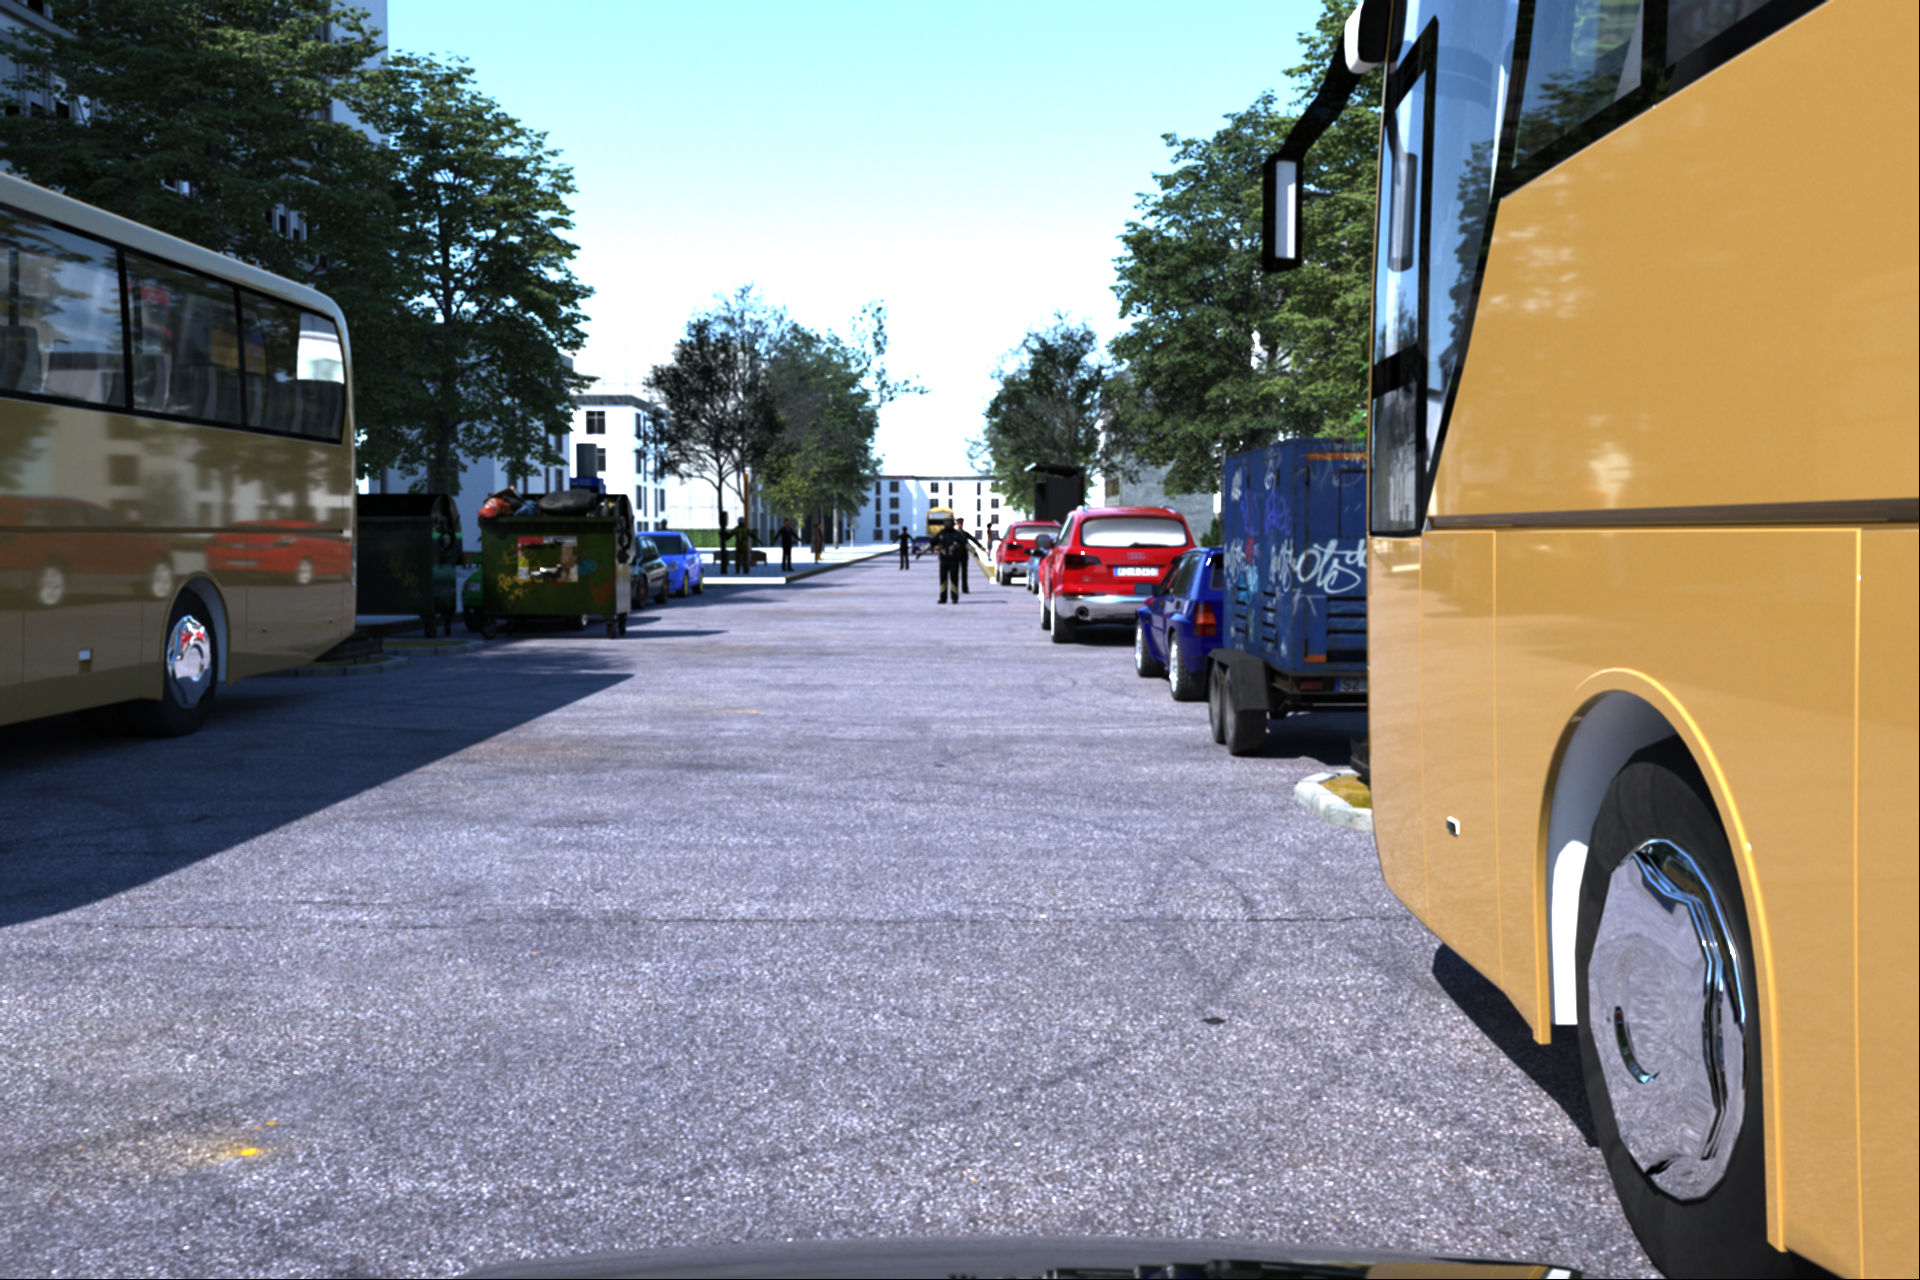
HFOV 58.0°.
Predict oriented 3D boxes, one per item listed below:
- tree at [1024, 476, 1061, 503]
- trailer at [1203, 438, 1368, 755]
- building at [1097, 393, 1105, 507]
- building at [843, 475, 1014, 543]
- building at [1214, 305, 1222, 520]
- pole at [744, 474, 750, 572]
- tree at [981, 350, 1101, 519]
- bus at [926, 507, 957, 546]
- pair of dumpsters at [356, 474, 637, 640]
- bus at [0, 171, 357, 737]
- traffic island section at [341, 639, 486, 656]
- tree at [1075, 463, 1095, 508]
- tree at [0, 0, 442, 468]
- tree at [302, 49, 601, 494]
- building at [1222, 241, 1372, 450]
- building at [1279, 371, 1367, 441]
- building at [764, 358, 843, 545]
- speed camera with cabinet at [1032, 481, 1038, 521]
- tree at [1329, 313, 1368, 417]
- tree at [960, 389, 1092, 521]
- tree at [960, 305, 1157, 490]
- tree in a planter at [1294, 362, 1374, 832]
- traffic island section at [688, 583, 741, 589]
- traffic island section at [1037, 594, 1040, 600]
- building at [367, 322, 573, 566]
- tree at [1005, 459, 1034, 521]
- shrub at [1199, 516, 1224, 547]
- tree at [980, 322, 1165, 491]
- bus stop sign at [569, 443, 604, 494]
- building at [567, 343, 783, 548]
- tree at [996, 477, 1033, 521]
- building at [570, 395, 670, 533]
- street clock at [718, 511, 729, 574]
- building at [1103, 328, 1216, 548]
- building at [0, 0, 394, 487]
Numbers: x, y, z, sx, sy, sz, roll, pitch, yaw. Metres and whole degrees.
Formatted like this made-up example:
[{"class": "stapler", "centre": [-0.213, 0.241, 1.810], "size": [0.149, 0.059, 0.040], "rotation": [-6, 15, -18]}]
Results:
[{"class": "tree", "centre": [5.918, -10.408, 120.540], "size": [4.737, 8.622, 4.395], "rotation": [0, 3, 0]}, {"class": "trailer", "centre": [2.450, -0.317, 12.231], "size": [1.471, 1.999, 3.904], "rotation": [0, 3, 0]}, {"class": "building", "centre": [23.069, -22.620, 226.256], "size": [16.016, 20.090, 11.380], "rotation": [0, 4, 0]}, {"class": "building", "centre": [-6.281, -18.420, 245.772], "size": [28.070, 9.664, 9.099], "rotation": [0, 4, 2]}, {"class": "building", "centre": [24.813, -16.887, 132.522], "size": [16.016, 20.090, 11.380], "rotation": [0, 3, 0]}, {"class": "pole", "centre": [-7.207, -3.955, 58.499], "size": [0.158, 3.312, 0.155], "rotation": [0, 3, 0]}, {"class": "tree", "centre": [4.982, -11.498, 106.113], "size": [7.486, 12.596, 7.792], "rotation": [0, 3, 0]}, {"class": "bus", "centre": [-1.689, -10.158, 157.637], "size": [2.896, 3.916, 12.252], "rotation": [0, 4, 0]}, {"class": "pair of dumpsters", "centre": [-6.781, -1.159, 23.896], "size": [4.436, 2.255, 1.574], "rotation": [0, 4, -1]}, {"class": "bus", "centre": [-6.659, -1.093, 9.417], "size": [2.896, 3.916, 12.252], "rotation": [0, 4, 0]}, {"class": "traffic island section", "centre": [-6.945, 0.097, 21.276], "size": [1.991, 0.108, 1.994], "rotation": [0, 4, 0]}, {"class": "tree", "centre": [15.409, -20.054, 246.010], "size": [7.486, 12.596, 7.792], "rotation": [0, 3, 0]}, {"class": "tree", "centre": [-13.133, -6.836, 29.893], "size": [7.486, 12.596, 7.792], "rotation": [0, 3, 0]}, {"class": "tree", "centre": [-12.145, -7.540, 41.409], "size": [7.486, 12.596, 7.792], "rotation": [0, 3, 0]}, {"class": "building", "centre": [22.343, -15.688, 112.921], "size": [16.016, 20.090, 11.380], "rotation": [0, 4, 0]}, {"class": "building", "centre": [22.305, -8.671, 83.916], "size": [9.099, 9.664, 28.070], "rotation": [0, 4, 0]}, {"class": "building", "centre": [-29.627, -22.859, 217.716], "size": [27.936, 21.610, 32.646], "rotation": [0, 4, 0]}, {"class": "speed camera with cabinet", "centre": [3.034, -4.276, 64.250], "size": [0.660, 3.252, 2.038], "rotation": [0, 4, 1]}, {"class": "tree", "centre": [16.654, -8.428, 63.545], "size": [9.928, 11.665, 9.643], "rotation": [0, 3, 0]}, {"class": "tree", "centre": [5.242, -13.636, 133.323], "size": [12.009, 13.543, 11.850], "rotation": [0, 3, 0]}, {"class": "tree", "centre": [5.578, -11.126, 92.281], "size": [12.009, 13.543, 11.850], "rotation": [0, 3, 0]}, {"class": "tree in a planter", "centre": [2.809, -0.716, 8.925], "size": [1.991, 3.239, 1.994], "rotation": [0, 4, -1]}, {"class": "traffic island section", "centre": [-6.925, -1.446, 46.516], "size": [1.991, 0.108, 1.994], "rotation": [0, 3, 0]}, {"class": "traffic island section", "centre": [2.710, -0.941, 38.248], "size": [1.991, 0.108, 1.994], "rotation": [0, 4, 0]}, {"class": "building", "centre": [-23.019, -8.606, 82.862], "size": [9.099, 9.664, 28.070], "rotation": [0, 4, 0]}, {"class": "tree", "centre": [5.908, -12.014, 146.799], "size": [4.737, 8.622, 4.395], "rotation": [0, 3, 0]}, {"class": "shrub", "centre": [10.515, -4.046, 70.199], "size": [1.661, 2.075, 1.752], "rotation": [0, 3, 0]}, {"class": "tree", "centre": [5.338, -8.653, 75.887], "size": [8.767, 10.594, 7.601], "rotation": [-1, 4, -14]}, {"class": "bus stop sign", "centre": [-10.802, -3.743, 50.212], "size": [0.837, 3.901, 0.837], "rotation": [0, 4, 0]}, {"class": "building", "centre": [-27.966, -18.944, 176.195], "size": [16.747, 18.905, 31.486], "rotation": [0, 4, 0]}, {"class": "tree", "centre": [5.149, -12.570, 155.880], "size": [4.360, 8.622, 3.978], "rotation": [0, 3, 0]}, {"class": "building", "centre": [-24.373, -10.792, 118.591], "size": [9.099, 9.664, 28.070], "rotation": [0, 4, 0]}, {"class": "street clock", "centre": [-7.538, -3.099, 55.233], "size": [0.358, 2.002, 0.471], "rotation": [0, 4, 1]}, {"class": "building", "centre": [24.447, -20.928, 173.107], "size": [19.493, 23.208, 18.063], "rotation": [0, 4, 0]}, {"class": "building", "centre": [-29.438, -14.255, 40.671], "size": [19.016, 26.051, 41.698], "rotation": [0, 4, 1]}]
